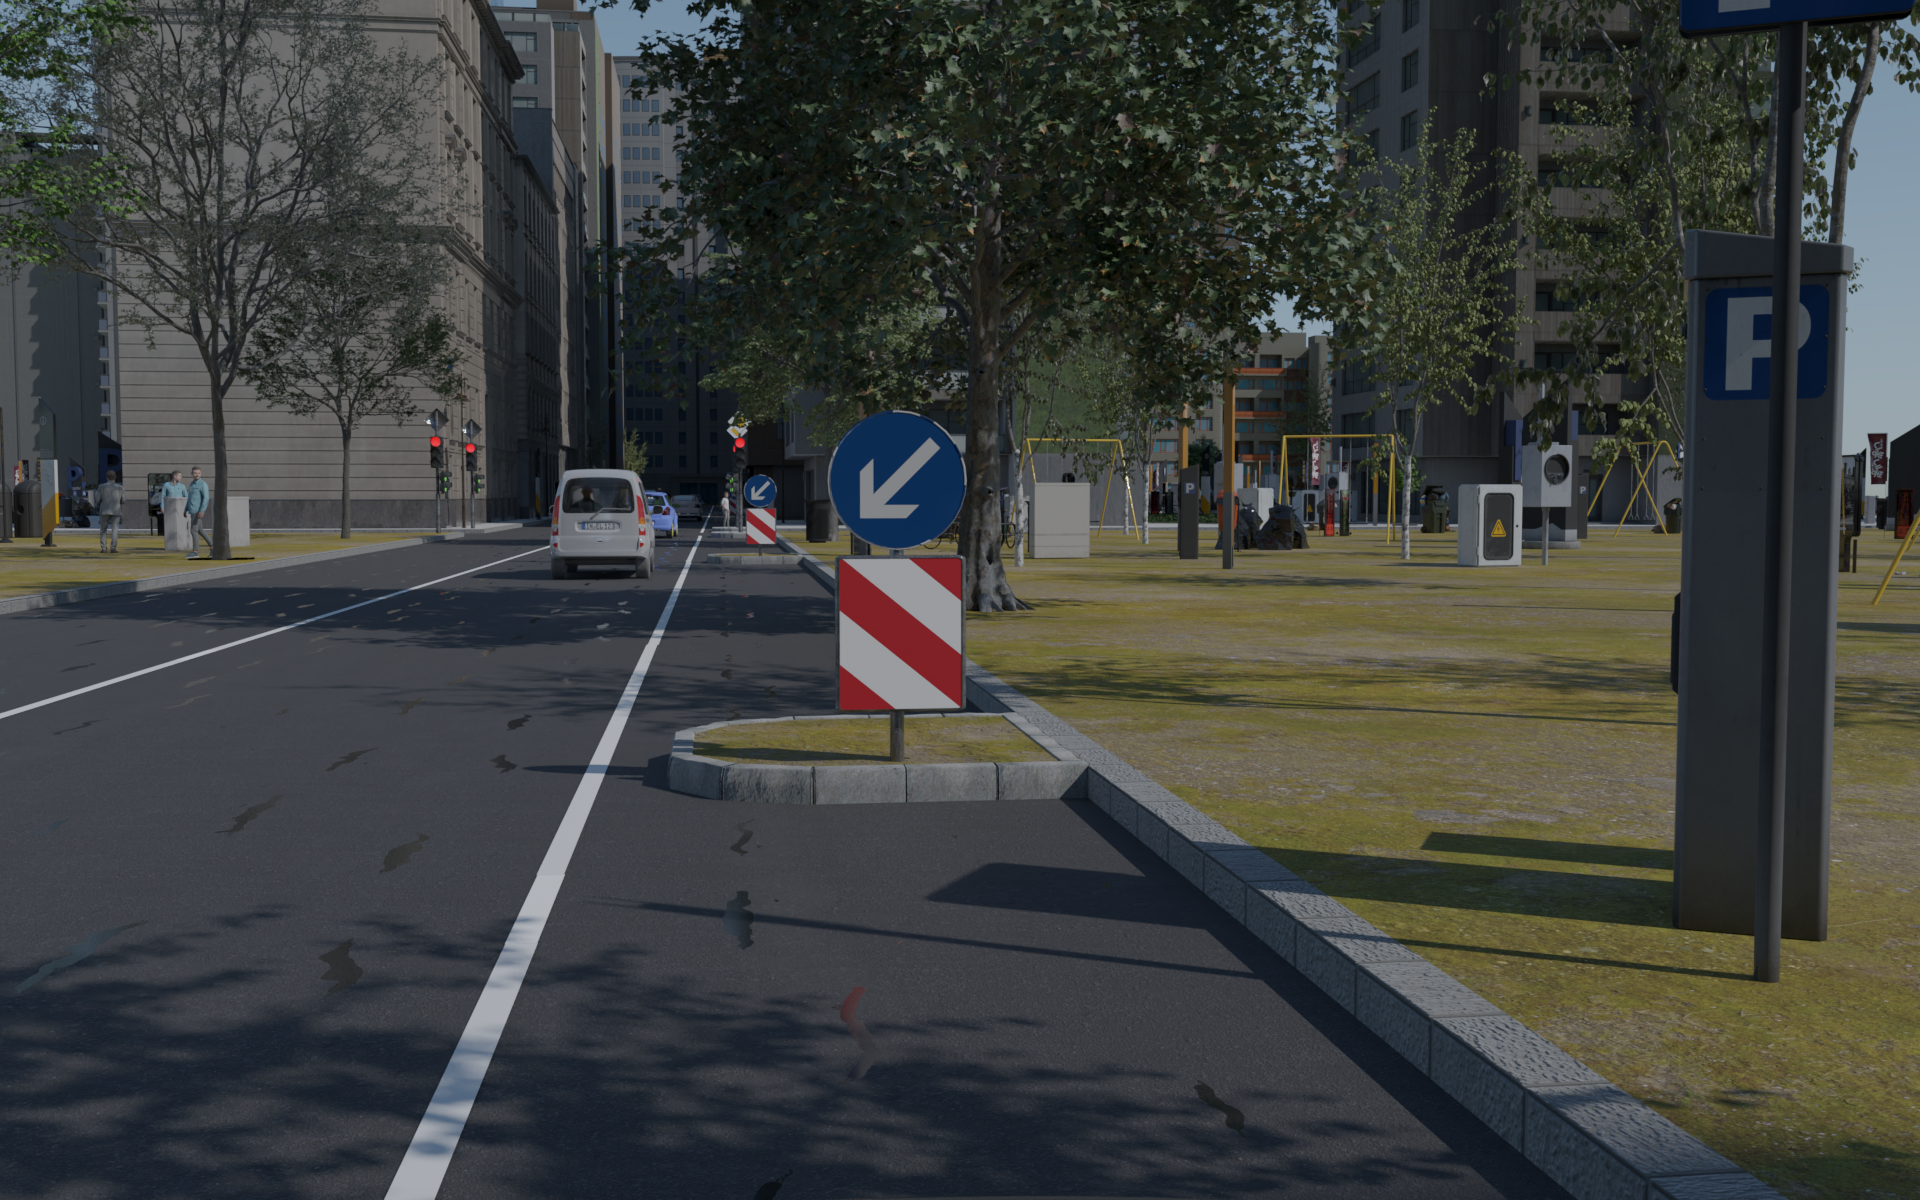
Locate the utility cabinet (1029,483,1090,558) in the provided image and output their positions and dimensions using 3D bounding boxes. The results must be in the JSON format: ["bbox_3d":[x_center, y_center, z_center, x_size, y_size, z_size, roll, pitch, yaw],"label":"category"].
[{"bbox_3d":[1.969,-1.572,34.379,1.173,1.500,0.318,-1,4,-19],"label":"utility cabinet"}]

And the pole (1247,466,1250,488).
[{"bbox_3d":[20.959,-8.081,125.963,0.158,3.312,0.155,0,3,0],"label":"pole"}]

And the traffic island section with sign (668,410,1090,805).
[{"bbox_3d":[-0.502,-0.021,8.967,1.989,1.847,2.006,0,4,-8],"label":"traffic island section with sign"}]

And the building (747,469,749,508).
[{"bbox_3d":[-14.567,-35.563,205.162,21.300,48.544,21.600,0,4,-8],"label":"building"}]

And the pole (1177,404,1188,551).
[{"bbox_3d":[4.975,-2.741,38.659,0.158,3.312,0.155,0,3,0],"label":"pole"}]

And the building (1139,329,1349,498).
[{"bbox_3d":[33.344,-22.354,210.526,28.899,21.520,27.650,0,4,-8],"label":"building"}]

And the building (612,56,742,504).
[{"bbox_3d":[-41.140,-42.165,231.401,28.212,58.520,21.231,0,4,-8],"label":"building"}]

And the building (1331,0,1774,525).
[{"bbox_3d":[25.676,-18.683,77.162,14.107,30.474,14.160,0,4,-8],"label":"building"}]

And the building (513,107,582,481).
[{"bbox_3d":[-32.256,-18.194,115.497,12.078,24.808,19.932,0,4,-8],"label":"building"}]

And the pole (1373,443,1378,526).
[{"bbox_3d":[16.716,-4.638,69.676,0.158,3.312,0.155,0,3,0],"label":"pole"}]

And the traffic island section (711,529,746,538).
[{"bbox_3d":[-7.325,-2.184,57.992,2.009,0.180,2.903,0,4,-8],"label":"traffic island section"}]

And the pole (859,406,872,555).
[{"bbox_3d":[-1.744,-2.330,31.937,0.158,3.312,0.155,0,3,0],"label":"pole"}]

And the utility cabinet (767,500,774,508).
[{"bbox_3d":[-8.149,-3.885,74.677,0.306,1.237,1.020,0,4,-5],"label":"utility cabinet"}]

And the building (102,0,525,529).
[{"bbox_3d":[-26.395,-16.982,74.918,12.463,27.353,25.104,0,4,-8],"label":"building"}]

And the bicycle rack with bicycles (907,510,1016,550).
[{"bbox_3d":[0.262,-1.627,39.982,2.852,0.926,2.925,3,5,45],"label":"bicycle rack with bicycles"}]

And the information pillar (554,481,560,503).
[{"bbox_3d":[-22.728,-5.708,97.811,0.304,2.012,0.304,0,4,-1],"label":"information pillar"}]

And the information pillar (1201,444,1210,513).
[{"bbox_3d":[11.609,-5.530,81.766,0.183,3.616,0.504,-3,5,-40],"label":"information pillar"}]

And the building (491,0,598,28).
[{"bbox_3d":[-39.757,-31.089,158.417,14.600,45.320,14.200,0,4,-8],"label":"building"}]

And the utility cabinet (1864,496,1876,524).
[{"bbox_3d":[39.506,-3.916,75.189,0.306,1.237,1.020,1,4,20],"label":"utility cabinet"}]

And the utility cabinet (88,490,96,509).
[{"bbox_3d":[-52.026,-5.817,103.782,0.318,1.500,1.173,-1,4,-22],"label":"utility cabinet"}]

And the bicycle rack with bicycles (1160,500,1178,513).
[{"bbox_3d":[11.940,-5.629,105.420,2.925,0.926,2.852,1,4,9],"label":"bicycle rack with bicycles"}]

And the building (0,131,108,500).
[{"bbox_3d":[-103.069,-31.470,198.121,14.086,41.232,14.154,0,4,-8],"label":"building"}]

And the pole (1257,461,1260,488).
[{"bbox_3d":[18.246,-6.851,105.857,0.158,3.312,0.155,0,3,0],"label":"pole"}]

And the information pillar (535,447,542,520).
[{"bbox_3d":[-21.123,-5.831,86.692,0.183,3.616,0.504,0,4,3],"label":"information pillar"}]

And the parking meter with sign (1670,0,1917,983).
[{"bbox_3d":[2.444,-0.549,5.245,0.543,3.016,1.738,1,4,22],"label":"parking meter with sign"}]

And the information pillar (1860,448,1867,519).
[{"bbox_3d":[45.820,-5.915,88.057,0.183,3.616,0.504,-2,4,-25],"label":"information pillar"}]

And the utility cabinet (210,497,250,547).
[{"bbox_3d":[-17.902,-1.916,42.492,0.306,1.237,1.020,1,4,18],"label":"utility cabinet"}]

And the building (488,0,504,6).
[{"bbox_3d":[-71.352,-55.910,226.806,31.000,86.520,22.319,0,4,-8],"label":"building"}]

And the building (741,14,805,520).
[{"bbox_3d":[-4.495,-26.976,91.173,14.600,45.320,14.200,0,4,-8],"label":"building"}]

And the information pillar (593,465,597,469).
[{"bbox_3d":[-29.166,-9.019,138.807,0.504,3.616,0.183,1,4,21],"label":"information pillar"}]

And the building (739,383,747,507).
[{"bbox_3d":[-9.045,-20.567,181.309,27.650,21.520,28.899,0,4,-8],"label":"building"}]

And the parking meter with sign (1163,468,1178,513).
[{"bbox_3d":[14.259,-7.201,113.995,1.738,3.016,0.543,1,4,13],"label":"parking meter with sign"}]

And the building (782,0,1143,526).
[{"bbox_3d":[-0.440,-23.886,74.139,14.086,41.232,14.154,0,4,-8],"label":"building"}]

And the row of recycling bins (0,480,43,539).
[{"bbox_3d":[-28.229,-2.616,49.883,3.534,1.692,1.069,-3,5,-42],"label":"row of recycling bins"}]

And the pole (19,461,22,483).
[{"bbox_3d":[-57.587,-6.873,106.214,0.158,3.312,0.155,0,3,0],"label":"pole"}]

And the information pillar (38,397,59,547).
[{"bbox_3d":[-22.107,-3.098,42.014,0.504,3.616,0.183,1,4,23],"label":"information pillar"}]

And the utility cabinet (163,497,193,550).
[{"bbox_3d":[-18.015,-1.759,39.923,0.306,1.237,1.020,0,4,-5],"label":"utility cabinet"}]

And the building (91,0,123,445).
[{"bbox_3d":[-81.303,-40.030,196.491,28.212,58.520,21.231,0,4,-8],"label":"building"}]

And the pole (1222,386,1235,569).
[{"bbox_3d":[4.586,-2.183,29.531,0.158,3.312,0.155,0,3,0],"label":"pole"}]

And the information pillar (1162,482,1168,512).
[{"bbox_3d":[12.911,-6.410,109.294,0.304,2.012,0.304,2,4,24],"label":"information pillar"}]

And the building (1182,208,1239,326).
[{"bbox_3d":[29.702,-35.952,237.930,14.200,45.320,14.600,0,4,-8],"label":"building"}]

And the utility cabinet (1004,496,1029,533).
[{"bbox_3d":[1.974,-2.870,58.093,1.020,1.237,0.306,-2,4,-34],"label":"utility cabinet"}]

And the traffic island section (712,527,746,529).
[{"bbox_3d":[-8.427,-2.668,65.901,2.009,0.180,2.903,0,4,-8],"label":"traffic island section"}]

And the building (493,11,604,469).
[{"bbox_3d":[-37.422,-28.178,144.302,14.154,41.232,14.086,0,4,-8],"label":"building"}]

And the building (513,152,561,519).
[{"bbox_3d":[-28.091,-15.156,96.944,9.793,20.994,18.267,0,4,-8],"label":"building"}]

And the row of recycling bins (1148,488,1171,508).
[{"bbox_3d":[14.780,-7.432,128.623,3.534,1.692,1.069,-3,5,-44],"label":"row of recycling bins"}]

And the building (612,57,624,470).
[{"bbox_3d":[-41.067,-31.953,172.545,14.600,45.320,14.200,0,4,-8],"label":"building"}]

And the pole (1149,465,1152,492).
[{"bbox_3d":[13.460,-7.851,122.204,0.158,3.312,0.155,0,3,0],"label":"pole"}]
